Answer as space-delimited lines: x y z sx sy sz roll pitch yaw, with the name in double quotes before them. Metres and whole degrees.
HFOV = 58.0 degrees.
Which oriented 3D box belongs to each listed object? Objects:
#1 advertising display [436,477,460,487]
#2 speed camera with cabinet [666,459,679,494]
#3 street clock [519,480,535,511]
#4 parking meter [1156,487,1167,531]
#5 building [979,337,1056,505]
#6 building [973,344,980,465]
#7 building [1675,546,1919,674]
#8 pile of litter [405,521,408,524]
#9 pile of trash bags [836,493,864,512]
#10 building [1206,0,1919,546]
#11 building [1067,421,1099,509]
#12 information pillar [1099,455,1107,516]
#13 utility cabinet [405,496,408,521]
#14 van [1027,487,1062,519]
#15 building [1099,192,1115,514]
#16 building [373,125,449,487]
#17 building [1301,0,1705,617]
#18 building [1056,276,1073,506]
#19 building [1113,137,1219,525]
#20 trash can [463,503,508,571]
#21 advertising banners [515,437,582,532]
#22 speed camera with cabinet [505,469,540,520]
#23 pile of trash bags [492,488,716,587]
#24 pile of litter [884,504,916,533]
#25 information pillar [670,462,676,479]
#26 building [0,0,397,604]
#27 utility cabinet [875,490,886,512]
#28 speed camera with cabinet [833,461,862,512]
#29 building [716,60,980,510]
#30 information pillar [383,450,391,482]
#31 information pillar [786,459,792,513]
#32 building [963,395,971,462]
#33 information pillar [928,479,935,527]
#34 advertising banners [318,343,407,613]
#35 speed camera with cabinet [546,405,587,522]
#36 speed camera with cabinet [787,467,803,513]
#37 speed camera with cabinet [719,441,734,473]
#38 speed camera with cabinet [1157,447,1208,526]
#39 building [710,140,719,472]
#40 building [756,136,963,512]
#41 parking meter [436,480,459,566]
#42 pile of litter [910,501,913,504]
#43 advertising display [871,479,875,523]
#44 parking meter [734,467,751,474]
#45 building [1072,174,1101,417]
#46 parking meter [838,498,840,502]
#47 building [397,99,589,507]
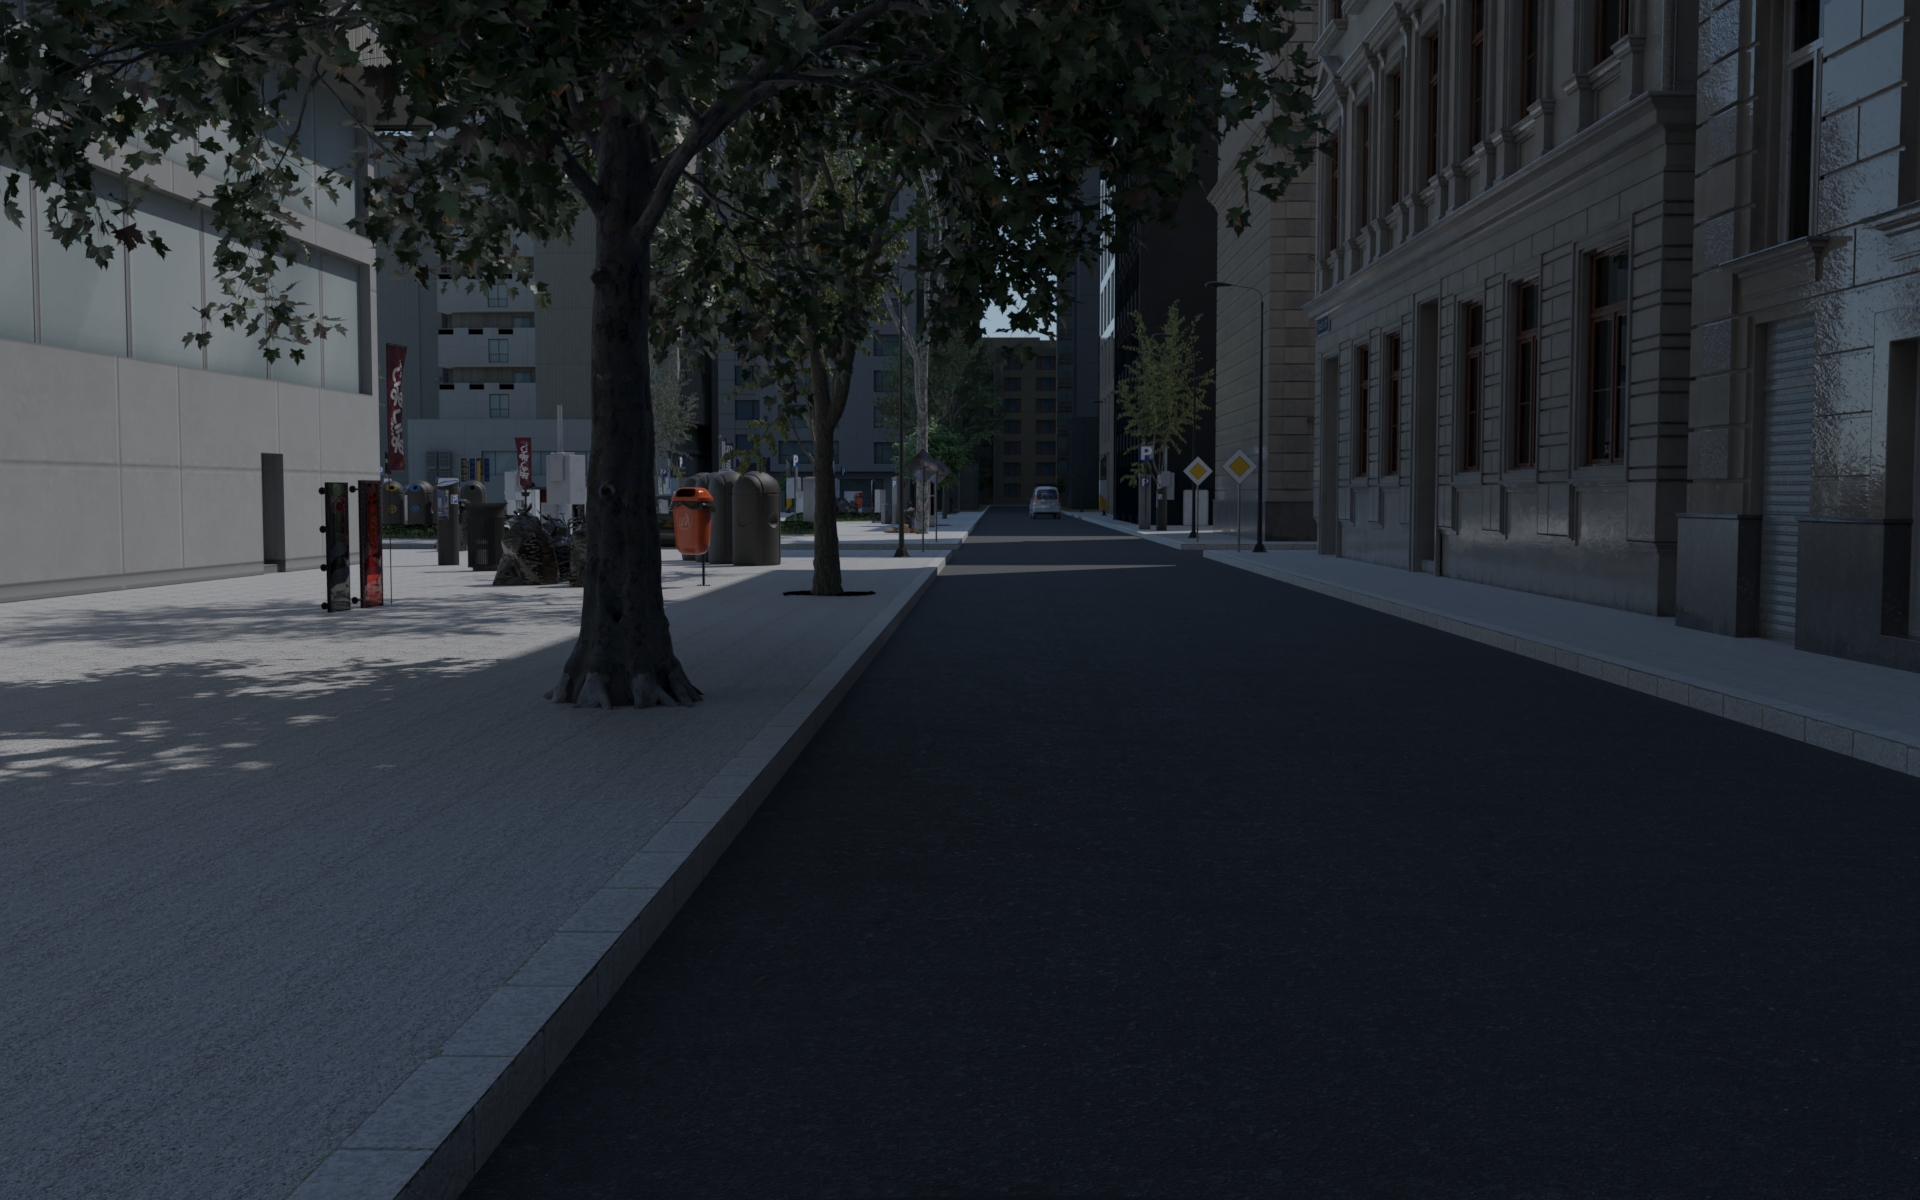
"advertising display" -19.213 -3.659 65.031 0.123 1.923 0.974 3 5 40
"speed camera with cabinet" -15.670 -6.230 96.193 0.660 3.252 2.038 -2 4 -34
"street clock" -15.486 -3.498 61.762 0.358 2.002 0.471 1 4 13
"parking meter" 7.045 -3.187 60.516 0.372 1.533 0.369 0 3 0
"building" -1.186 -22.848 218.605 28.899 21.520 27.650 0 4 1
"building" -4.976 -33.006 189.751 14.200 45.320 14.600 0 4 1
"building" 12.310 -12.631 3.782 12.463 27.353 25.104 0 4 1
"pile of litter" -20.053 -3.032 63.545 1.176 0.858 1.719 3 4 38
"pile of trash bags" -6.415 -5.351 97.249 1.912 1.369 3.447 2 4 26
"building" 20.477 -15.536 51.284 25.104 27.353 12.463 0 4 1
"building" 20.362 -50.406 136.817 22.319 86.520 31.000 0 4 1
"information pillar" 8.526 -6.839 103.167 0.504 3.616 0.183 -2 4 -30
"utility cabinet" -23.330 -3.872 74.472 1.020 1.237 0.306 0 4 -4
"van" 4.951 -5.740 100.857 2.013 2.044 4.112 0 4 -1
"building" 18.951 -18.275 103.315 19.350 26.468 34.151 0 4 1
"building" -62.048 -31.079 191.731 14.086 41.232 14.154 0 4 1
"building" 12.461 -11.673 27.014 11.583 22.565 21.152 0 4 1
"building" 17.487 -30.922 189.170 14.154 41.232 14.086 0 4 1
"building" 13.634 -15.185 77.947 12.332 23.373 15.834 0 4 1
"trash can" -7.922 -1.058 28.947 0.748 1.137 0.748 0 3 0
"advertising banners" -12.695 -3.497 53.371 2.074 3.025 0.090 0 4 6
"speed camera with cabinet" -16.963 -4.506 68.007 0.660 3.252 2.038 2 4 28
"pile of trash bags" -4.954 -0.904 24.532 3.447 1.369 1.912 2 4 25
"pile of litter" -1.878 -2.633 57.011 1.176 0.858 1.719 -1 4 -16
"information pillar" -20.241 -7.992 122.027 0.504 3.616 0.183 1 4 10
"building" -23.440 -26.371 20.399 27.495 52.752 28.713 0 4 1
"utility cabinet" -3.999 -4.791 87.019 0.318 1.500 1.173 -1 4 -16
"speed camera with cabinet" -6.895 -6.669 103.372 2.038 3.252 0.660 -1 4 -16
"building" -8.648 -43.232 145.094 20.563 71.187 20.611 0 4 1
"information pillar" -30.636 -6.198 92.696 0.183 3.616 0.504 2 4 25
"information pillar" -11.370 -7.569 115.114 0.183 3.616 0.504 -3 5 -42
"building" -6.043 -23.970 163.608 14.160 30.474 14.107 0 4 1
"information pillar" -1.185 -3.819 66.929 0.304 2.012 0.304 3 4 38
"advertising banners" -6.686 -1.429 19.558 0.090 3.025 2.074 1 4 8
"speed camera with cabinet" -8.192 -2.695 38.400 2.038 3.252 0.660 2 4 27
"speed camera with cabinet" -8.780 -6.150 94.886 0.660 3.252 2.038 1 4 22
"speed camera with cabinet" -8.808 -4.282 64.352 0.660 3.252 2.038 1 4 10
"speed camera with cabinet" 9.044 -4.644 70.272 2.038 3.252 0.660 1 4 10
"building" -19.470 -31.026 190.866 14.086 41.232 14.154 0 4 1
"building" -7.199 -21.833 128.676 14.160 30.474 14.107 0 4 1
"parking meter" -9.221 -1.393 31.191 0.372 1.533 0.369 0 3 0
"pile of litter" -2.875 -5.009 95.868 1.719 0.858 1.176 1 4 16
"advertising display" -3.837 -4.354 76.408 0.123 1.923 0.974 0 4 -6
"parking meter" -4.680 -1.952 37.619 0.399 1.863 0.255 -2 4 -30
"building" 21.441 -38.253 167.436 21.231 58.520 28.212 0 4 1
"parking meter" -8.405 -6.886 118.292 0.399 1.863 0.255 -1 4 -13
"building" -40.433 -36.334 183.300 27.495 52.752 28.713 0 4 1
